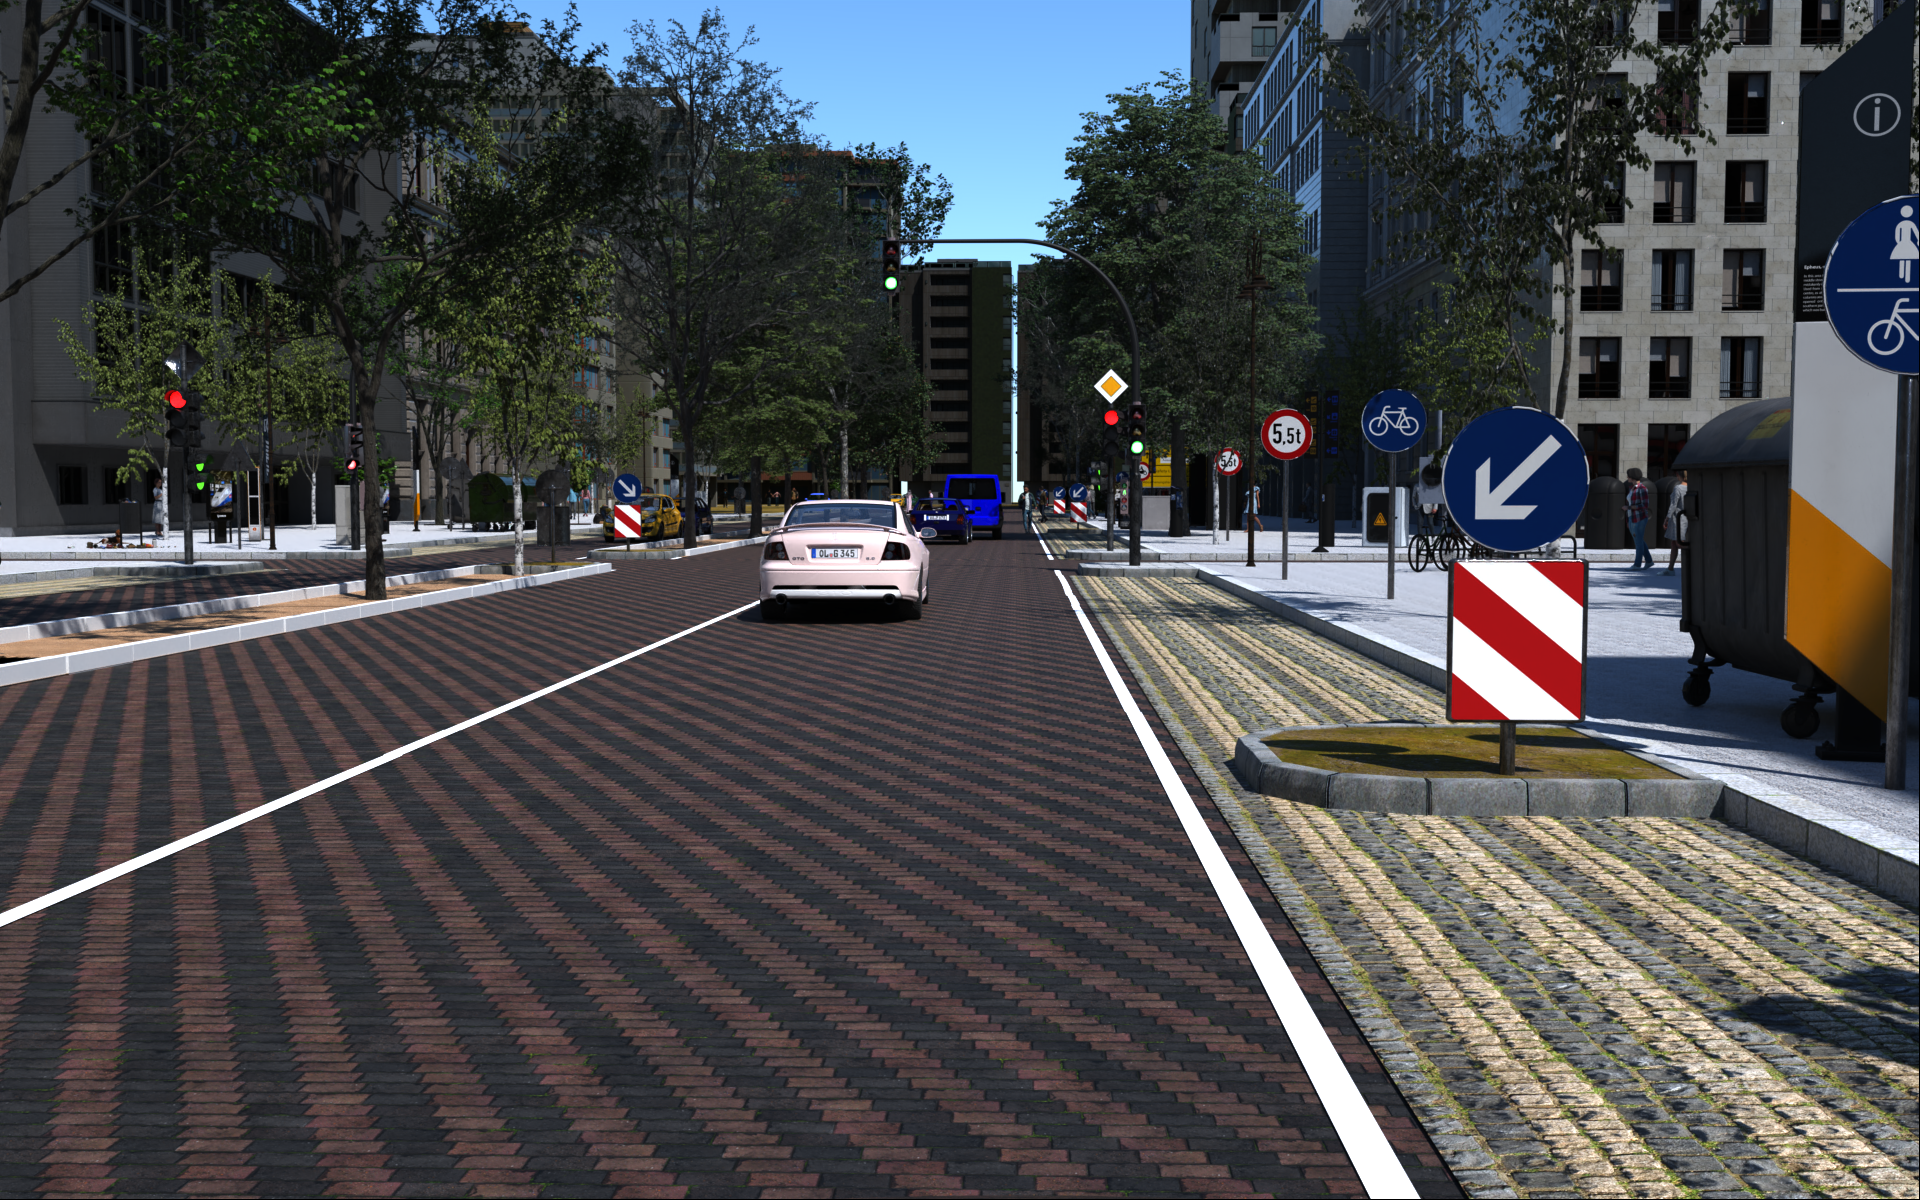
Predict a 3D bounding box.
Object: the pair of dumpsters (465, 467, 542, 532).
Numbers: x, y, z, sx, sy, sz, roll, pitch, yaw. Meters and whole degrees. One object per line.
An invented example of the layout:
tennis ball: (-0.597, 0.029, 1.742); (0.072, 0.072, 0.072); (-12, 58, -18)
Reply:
pair of dumpsters: (-15.788, -3.516, 59.973); (1.574, 2.255, 4.437); (0, 4, 2)

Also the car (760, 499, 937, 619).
car: (-1.341, -0.539, 21.179); (2.083, 1.381, 4.827); (0, 4, 1)

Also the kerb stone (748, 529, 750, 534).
kerb stone: (-7.664, -2.434, 61.989); (0.120, 0.150, 1.000); (0, 4, 2)

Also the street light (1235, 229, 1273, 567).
street light: (5.151, -3.530, 30.506); (0.468, 5.910, 1.993); (0, 4, 2)

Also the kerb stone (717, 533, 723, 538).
kerb stone: (-7.869, -2.056, 55.840); (0.120, 0.150, 1.000); (0, 4, 2)

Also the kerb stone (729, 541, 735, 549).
kerb stone: (-6.114, -1.419, 45.507); (0.120, 0.150, 1.000); (0, 4, 2)

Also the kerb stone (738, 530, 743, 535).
kerb stone: (-7.738, -2.309, 59.946); (0.120, 0.150, 1.000); (0, 4, 2)

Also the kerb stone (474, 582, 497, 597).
kerb stone: (-6.787, -0.132, 24.465); (0.120, 0.150, 1.000); (0, 4, 2)

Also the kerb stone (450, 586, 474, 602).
kerb stone: (-6.826, -0.076, 23.443); (0.120, 0.150, 1.000); (0, 4, 2)

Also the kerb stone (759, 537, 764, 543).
kerb stone: (-5.935, -1.738, 50.621); (0.120, 0.150, 1.000); (0, 4, 2)

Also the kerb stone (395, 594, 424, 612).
kerb stone: (-6.888, 0.052, 21.400); (0.120, 0.150, 1.000); (0, 4, 2)

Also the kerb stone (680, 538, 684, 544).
kerb stone: (-8.071, -1.682, 49.689); (0.120, 0.150, 1.000); (0, 4, 2)

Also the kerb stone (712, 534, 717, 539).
kerb stone: (-7.907, -1.994, 54.805); (0.120, 0.150, 1.000); (0, 4, 2)

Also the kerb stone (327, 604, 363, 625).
kerb stone: (-6.954, 0.174, 19.353); (0.120, 0.150, 1.000); (0, 4, 2)

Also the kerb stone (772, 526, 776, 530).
kerb stone: (-7.477, -2.810, 68.133); (0.120, 0.150, 1.000); (0, 4, 2)

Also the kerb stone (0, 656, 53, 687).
kerb stone: (-7.157, 0.549, 13.218); (0.120, 0.150, 1.000); (0, 4, 2)

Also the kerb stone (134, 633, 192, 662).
kerb stone: (-7.088, 0.424, 15.261); (0.120, 0.150, 1.000); (0, 4, 2)

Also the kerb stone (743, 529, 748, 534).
kerb stone: (-7.704, -2.371, 60.967); (0.120, 0.150, 1.000); (0, 4, 2)

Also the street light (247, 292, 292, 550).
street light: (-15.850, -4.097, 39.768); (0.468, 5.910, 1.993); (0, 4, 2)

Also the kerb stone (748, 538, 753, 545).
kerb stone: (-6.009, -1.611, 48.578); (0.120, 0.150, 1.000); (0, 4, 2)

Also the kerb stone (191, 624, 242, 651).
kerb stone: (-7.057, 0.362, 16.283); (0.120, 0.150, 1.000); (0, 4, 2)

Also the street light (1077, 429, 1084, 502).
street light: (7.875, -8.613, 113.606); (0.468, 5.910, 1.993); (0, 4, 2)

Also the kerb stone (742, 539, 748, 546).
kerb stone: (-6.035, -1.551, 47.554); (0.120, 0.150, 1.000); (0, 4, 2)

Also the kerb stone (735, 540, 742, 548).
kerb stone: (-6.070, -1.488, 46.533); (0.120, 0.150, 1.000); (0, 4, 2)

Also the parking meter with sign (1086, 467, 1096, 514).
parking meter with sign: (8.280, -6.996, 110.642); (0.543, 3.016, 1.738); (1, 4, 13)

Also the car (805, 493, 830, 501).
car: (-10.757, -7.438, 131.204); (1.945, 1.707, 3.694); (0, 4, 3)

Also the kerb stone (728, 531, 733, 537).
kerb stone: (-7.804, -2.183, 57.889); (0.120, 0.150, 1.000); (0, 4, 2)

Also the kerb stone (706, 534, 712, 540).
kerb stone: (-7.940, -1.932, 53.780); (0.120, 0.150, 1.000); (0, 4, 2)

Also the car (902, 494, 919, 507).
car: (-5.449, -10.627, 185.550); (2.131, 1.459, 4.920); (0, 4, 4)

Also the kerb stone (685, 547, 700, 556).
kerb stone: (-6.263, -1.113, 40.387); (0.120, 0.150, 1.000); (0, 4, 2)

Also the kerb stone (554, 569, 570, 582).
kerb stone: (-6.657, -0.385, 28.566); (0.120, 0.150, 1.000); (0, 4, 2)

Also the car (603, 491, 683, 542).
car: (-9.588, -2.583, 52.459); (2.015, 1.641, 3.980); (0, 4, 4)

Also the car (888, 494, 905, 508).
car: (-6.711, -10.382, 179.962); (2.015, 1.641, 3.980); (0, 4, 3)

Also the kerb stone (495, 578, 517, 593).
kerb stone: (-6.759, -0.201, 25.490); (0.120, 0.150, 1.000); (0, 4, 2)

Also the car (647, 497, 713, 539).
car: (-9.155, -2.696, 56.658); (1.945, 1.354, 3.894); (0, 4, 0)

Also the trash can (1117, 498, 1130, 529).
trash can: (6.073, -3.151, 63.169); (0.748, 1.137, 0.748); (0, 3, 0)

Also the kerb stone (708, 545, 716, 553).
kerb stone: (-6.199, -1.237, 42.431); (0.120, 0.150, 1.000); (0, 4, 2)

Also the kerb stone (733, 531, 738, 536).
kerb stone: (-7.768, -2.246, 58.917); (0.120, 0.150, 1.000); (0, 4, 2)

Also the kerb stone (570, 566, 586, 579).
kerb stone: (-6.621, -0.451, 29.599); (0.120, 0.150, 1.000); (0, 4, 2)

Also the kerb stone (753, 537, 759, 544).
kerb stone: (-5.971, -1.668, 49.600); (0.120, 0.150, 1.000); (0, 4, 2)

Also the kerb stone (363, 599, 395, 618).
kerb stone: (-6.920, 0.111, 20.374); (0.120, 0.150, 1.000); (0, 4, 2)

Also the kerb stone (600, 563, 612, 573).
kerb stone: (-6.545, -0.578, 31.653); (0.120, 0.150, 1.000); (0, 4, 2)

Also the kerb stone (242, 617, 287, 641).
kerb stone: (-7.026, 0.299, 17.305); (0.120, 0.150, 1.000); (0, 4, 2)

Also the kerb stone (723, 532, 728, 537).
kerb stone: (-7.834, -2.120, 56.863); (0.120, 0.150, 1.000); (0, 4, 2)

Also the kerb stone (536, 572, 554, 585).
kerb stone: (-6.685, -0.323, 27.535); (0.120, 0.150, 1.000); (0, 4, 2)

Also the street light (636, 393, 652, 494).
street light: (-14.467, -6.518, 79.360); (0.468, 5.910, 1.993); (0, 4, 2)

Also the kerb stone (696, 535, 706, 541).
kerb stone: (-7.964, -1.862, 52.758); (0.120, 0.150, 1.000); (0, 4, 2)

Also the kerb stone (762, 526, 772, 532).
kerb stone: (-7.501, -2.747, 67.111); (0.120, 0.150, 1.000); (0, 4, 2)

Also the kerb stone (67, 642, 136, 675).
kerb stone: (-7.113, 0.487, 14.240); (0.120, 0.150, 1.000); (0, 4, 2)

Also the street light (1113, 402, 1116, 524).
street light: (6.534, -6.153, 73.396); (0.468, 5.910, 1.993); (0, 4, 2)

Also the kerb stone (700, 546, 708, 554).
kerb stone: (-6.234, -1.174, 41.409); (0.120, 0.150, 1.000); (0, 4, 2)

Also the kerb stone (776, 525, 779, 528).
kerb stone: (-7.435, -2.868, 69.160); (0.120, 0.150, 1.000); (0, 4, 2)

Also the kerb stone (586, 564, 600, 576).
kerb stone: (-6.586, -0.515, 30.622); (0.120, 0.150, 1.000); (0, 4, 2)

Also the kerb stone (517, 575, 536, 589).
kerb stone: (-6.721, -0.264, 26.511); (0.120, 0.150, 1.000); (0, 4, 2)

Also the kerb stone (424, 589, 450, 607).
kerb stone: (-6.854, -0.014, 22.421); (0.120, 0.150, 1.000); (0, 4, 2)

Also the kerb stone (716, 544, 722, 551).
kerb stone: (-6.177, -1.297, 43.457); (0.120, 0.150, 1.000); (0, 4, 2)

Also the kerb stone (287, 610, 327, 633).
kerb stone: (-6.983, 0.237, 18.326); (0.120, 0.150, 1.000); (0, 4, 2)

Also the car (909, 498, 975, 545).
car: (-0.558, -2.307, 50.304); (1.945, 1.354, 3.894); (0, 4, 3)

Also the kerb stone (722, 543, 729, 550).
kerb stone: (-6.129, -1.363, 44.478); (0.120, 0.150, 1.000); (0, 4, 2)

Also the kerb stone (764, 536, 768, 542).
kerb stone: (-5.909, -1.801, 51.646); (0.120, 0.150, 1.000); (0, 4, 2)
